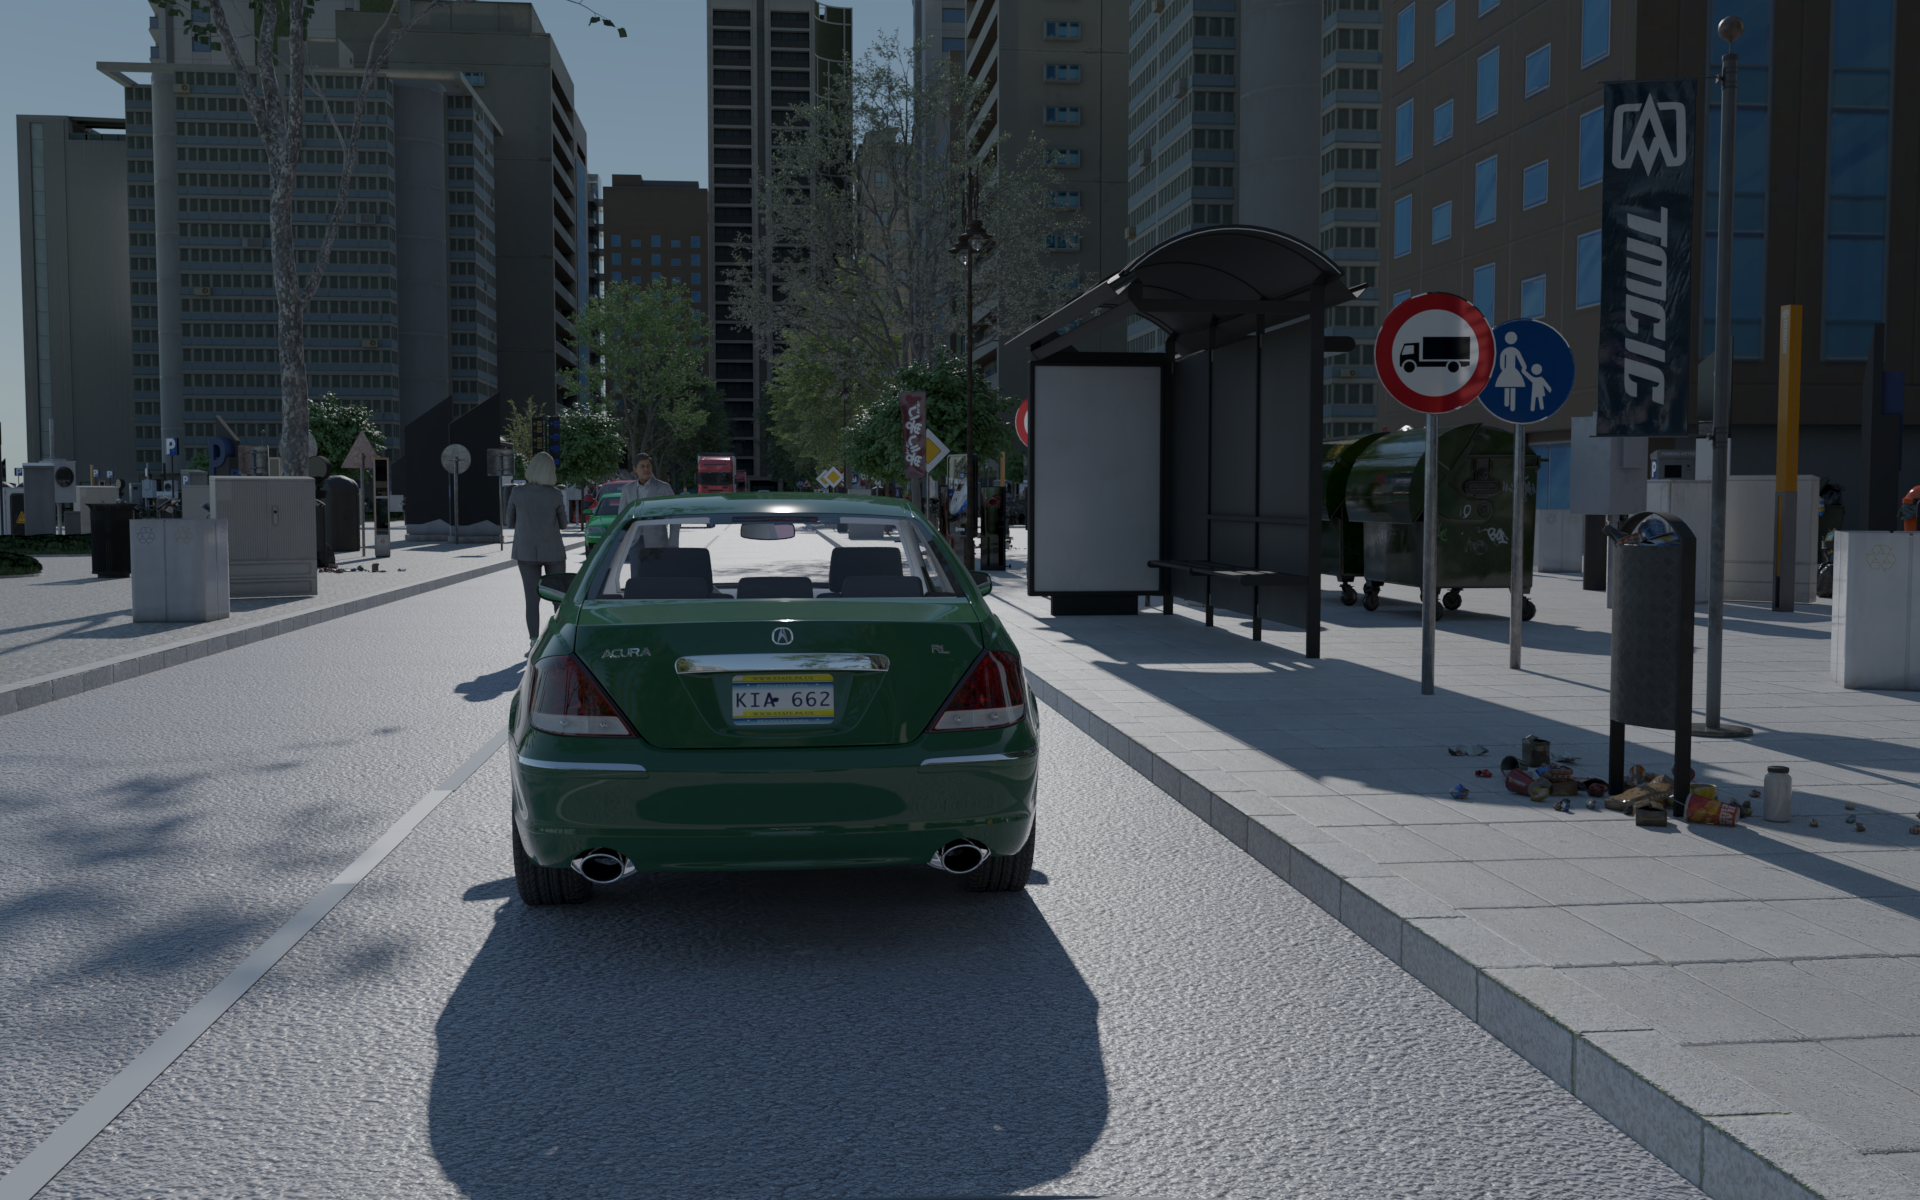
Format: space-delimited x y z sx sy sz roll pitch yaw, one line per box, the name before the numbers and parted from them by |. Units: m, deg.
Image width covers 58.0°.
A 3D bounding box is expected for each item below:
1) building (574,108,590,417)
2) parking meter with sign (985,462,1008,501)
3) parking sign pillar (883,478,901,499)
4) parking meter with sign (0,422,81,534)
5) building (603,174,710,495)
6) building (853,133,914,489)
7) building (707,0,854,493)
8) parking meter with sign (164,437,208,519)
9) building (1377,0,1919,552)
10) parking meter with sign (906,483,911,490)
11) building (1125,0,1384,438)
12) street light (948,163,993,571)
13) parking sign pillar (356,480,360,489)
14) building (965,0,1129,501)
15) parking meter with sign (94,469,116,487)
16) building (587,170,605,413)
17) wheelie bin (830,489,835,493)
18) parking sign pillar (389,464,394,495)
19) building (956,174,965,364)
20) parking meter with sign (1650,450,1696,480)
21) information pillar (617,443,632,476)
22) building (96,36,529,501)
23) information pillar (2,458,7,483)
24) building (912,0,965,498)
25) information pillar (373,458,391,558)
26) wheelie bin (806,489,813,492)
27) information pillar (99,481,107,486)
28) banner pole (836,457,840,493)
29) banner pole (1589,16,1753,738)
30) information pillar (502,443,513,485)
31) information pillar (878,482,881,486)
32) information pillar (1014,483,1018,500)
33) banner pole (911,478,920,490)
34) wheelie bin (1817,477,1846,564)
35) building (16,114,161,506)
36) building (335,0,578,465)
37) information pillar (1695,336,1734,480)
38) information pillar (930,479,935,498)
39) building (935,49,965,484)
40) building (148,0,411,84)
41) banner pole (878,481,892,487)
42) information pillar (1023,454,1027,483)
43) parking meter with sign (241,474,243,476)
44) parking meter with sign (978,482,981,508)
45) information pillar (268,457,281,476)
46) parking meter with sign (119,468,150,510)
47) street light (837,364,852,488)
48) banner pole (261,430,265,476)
building | -49.814 -33.363 195.603 14.200 45.320 14.600 0 4 -6
parking meter with sign | 2.168 -5.881 92.414 1.738 3.016 0.543 1 4 17
parking sign pillar | -2.944 -5.375 76.360 1.447 3.967 1.447 2 4 23
parking meter with sign | -22.471 -2.815 42.285 1.738 3.016 0.543 -2 4 -29
building | -42.592 -36.431 245.761 14.200 45.320 14.600 0 4 -6
building | -2.031 -40.873 257.512 27.495 52.752 28.713 0 4 -6
building | -25.759 -49.709 250.989 20.611 71.187 20.563 0 4 -6
parking meter with sign | -23.931 -3.545 54.216 0.543 3.016 1.738 2 4 27
building | 19.368 -23.917 41.150 14.600 45.320 14.200 0 4 -6
parking meter with sign | -4.156 -8.054 127.939 1.738 3.016 0.543 -2 4 -24
building | 23.287 -25.049 101.438 23.993 40.220 32.217 0 4 -6
street light | 0.140 -3.170 24.611 0.468 5.910 1.993 0 4 -6
parking sign pillar | -45.284 -8.567 128.547 1.447 3.967 1.447 0 4 2
building | 12.194 -31.346 136.216 21.300 48.544 21.600 0 4 -6
parking meter with sign | -60.631 -7.735 122.732 0.543 3.016 1.738 1 4 12
building | -65.650 -38.498 249.047 30.456 49.044 23.786 0 4 -6
wheelie bin | -8.527 -6.411 112.720 0.980 1.594 0.693 3 5 40
parking sign pillar | -34.960 -7.329 108.300 1.447 3.967 1.447 -2 4 -34
building | 6.415 -23.714 159.426 14.160 30.474 14.107 0 4 -6
parking meter with sign | 12.388 -2.070 30.114 1.738 3.016 0.543 0 4 6
information pillar | -14.713 -5.146 75.496 0.504 3.616 0.183 -2 4 -34
building | -54.171 -28.133 151.857 32.217 40.220 23.993 0 4 -6
information pillar | -62.310 -7.429 112.823 0.183 3.616 0.504 1 4 15
building | 5.279 -39.902 194.390 21.231 58.520 28.212 0 4 -6
information pillar | -11.701 -1.869 35.045 0.304 2.012 0.304 -1 4 -20
wheelie bin | -10.230 -6.770 118.599 0.980 1.594 0.693 -1 4 -14
information pillar | -47.835 -5.640 96.701 0.304 2.012 0.304 -1 4 -11
banner pole | -7.197 -6.863 102.230 0.401 3.779 0.863 1 4 14
banner pole | 3.815 -1.175 9.234 0.863 3.779 0.401 1 4 12
information pillar | -20.865 -5.418 79.936 0.504 3.616 0.183 -2 4 -35
information pillar | -4.923 -7.150 108.260 0.504 3.616 0.183 -1 4 -21
information pillar | 3.702 -6.583 112.120 0.304 2.012 0.304 -1 4 -12
banner pole | -3.111 -7.902 119.213 0.863 3.779 0.401 -2 4 -28
wheelie bin | 15.960 -1.473 31.992 0.693 1.594 0.980 1 4 17
building | -92.973 -30.998 190.415 14.086 41.232 14.154 0 4 -6
building | -50.706 -33.721 175.040 21.300 48.544 21.600 0 4 -6
information pillar | 11.246 -2.108 25.824 0.504 3.616 0.183 2 4 34
information pillar | -1.252 -5.117 75.012 0.183 3.616 0.504 2 4 31
building | 5.106 -31.984 173.042 14.600 45.320 14.200 0 4 -6
building | -71.285 -39.557 188.762 28.212 58.520 21.231 0 4 -6
banner pole | -3.215 -5.007 71.889 0.863 3.779 0.401 1 4 20
information pillar | 3.904 -6.712 101.090 0.504 3.616 0.183 3 4 39
parking meter with sign | -51.927 -8.013 127.269 1.738 3.016 0.543 0 4 -5
parking meter with sign | 0.949 -6.960 110.049 1.738 3.016 0.543 -2 4 -24
information pillar | -13.612 -1.848 34.708 0.304 2.012 0.304 1 4 21
parking meter with sign | -55.464 -7.352 116.463 1.738 3.016 0.543 -3 5 -45
street light | -4.112 -5.442 61.768 0.468 5.910 1.993 0 4 -6
banner pole | -27.353 -4.775 68.095 0.401 3.779 0.863 -1 4 -19
